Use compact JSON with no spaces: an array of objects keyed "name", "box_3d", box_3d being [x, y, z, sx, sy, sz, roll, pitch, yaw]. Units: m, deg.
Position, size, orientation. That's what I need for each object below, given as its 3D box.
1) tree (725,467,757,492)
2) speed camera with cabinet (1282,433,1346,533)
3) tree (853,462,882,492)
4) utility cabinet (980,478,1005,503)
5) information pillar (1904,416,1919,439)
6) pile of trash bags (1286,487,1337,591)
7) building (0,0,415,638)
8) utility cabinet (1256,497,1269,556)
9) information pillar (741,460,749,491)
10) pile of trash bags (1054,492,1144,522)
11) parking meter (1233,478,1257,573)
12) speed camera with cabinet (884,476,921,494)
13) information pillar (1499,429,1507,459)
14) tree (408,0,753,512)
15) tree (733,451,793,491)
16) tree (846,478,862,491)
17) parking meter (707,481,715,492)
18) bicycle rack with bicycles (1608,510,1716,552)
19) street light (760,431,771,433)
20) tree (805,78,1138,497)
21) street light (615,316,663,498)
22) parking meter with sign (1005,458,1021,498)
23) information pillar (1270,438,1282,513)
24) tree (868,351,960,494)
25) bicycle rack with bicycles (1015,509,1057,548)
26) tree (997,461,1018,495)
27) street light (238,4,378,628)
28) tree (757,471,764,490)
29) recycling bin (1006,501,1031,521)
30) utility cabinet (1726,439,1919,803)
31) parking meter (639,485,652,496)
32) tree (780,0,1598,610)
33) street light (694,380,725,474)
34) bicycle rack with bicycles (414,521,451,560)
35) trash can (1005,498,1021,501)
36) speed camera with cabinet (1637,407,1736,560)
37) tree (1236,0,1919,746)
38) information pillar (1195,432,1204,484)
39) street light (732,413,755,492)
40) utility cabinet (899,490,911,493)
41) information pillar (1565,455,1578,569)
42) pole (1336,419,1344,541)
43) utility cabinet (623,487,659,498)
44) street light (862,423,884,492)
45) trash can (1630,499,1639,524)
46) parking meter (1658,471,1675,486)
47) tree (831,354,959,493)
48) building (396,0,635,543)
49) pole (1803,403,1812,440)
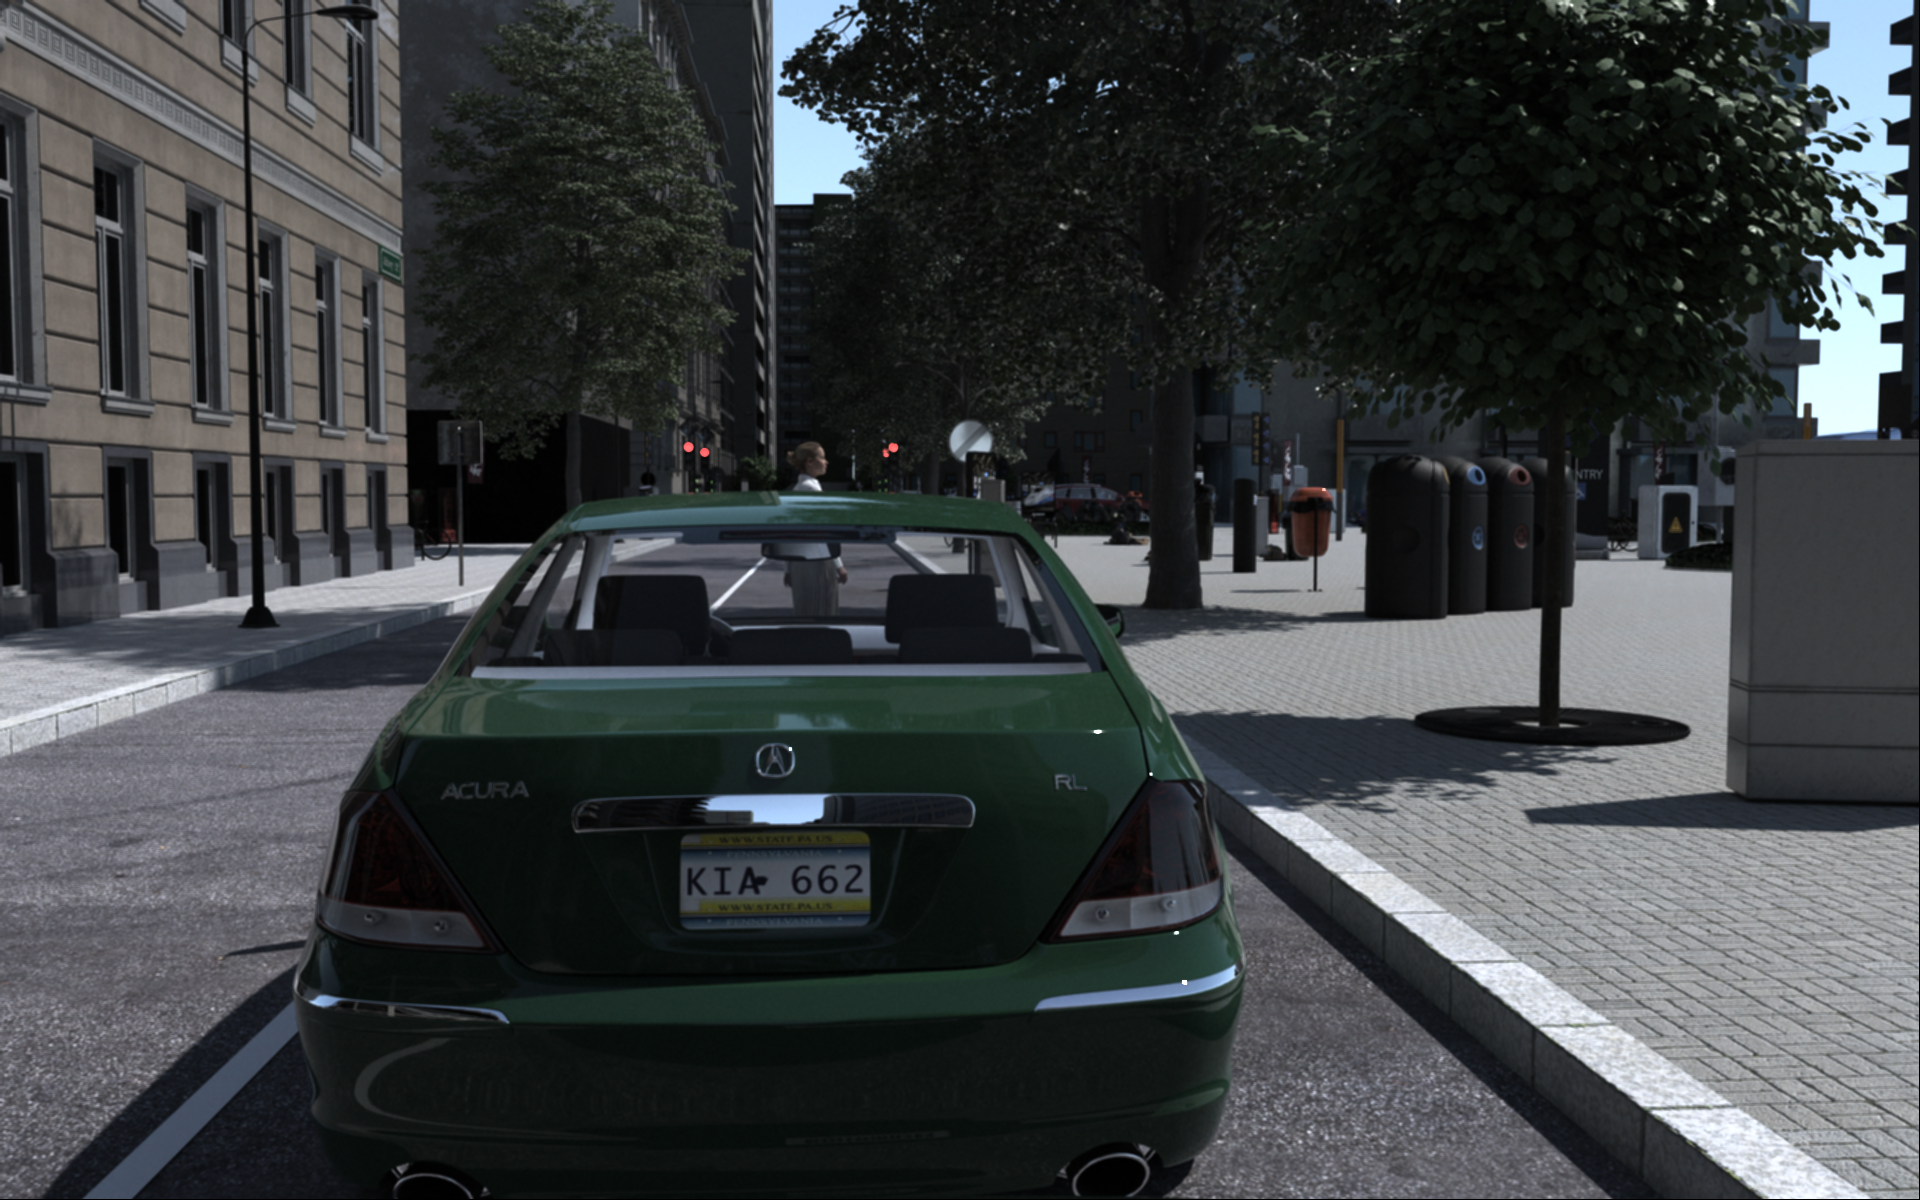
[{"name":"tree","box_3d":[-15.572,-7.785,121.889,1.663,3.219,1.824,0,3,0]},{"name":"speed camera with cabinet","box_3d":[11.625,-3.826,56.889,2.038,3.252,0.660,-1,4,-14]},{"name":"tree","box_3d":[-6.738,-9.418,137.700,4.285,4.588,4.351,0,3,0]},{"name":"utility cabinet","box_3d":[0.475,-0.962,24.404,0.318,1.500,1.173,0,4,4]},{"name":"information pillar","box_3d":[28.356,-3.683,51.575,0.183,3.616,0.504,-2,4,-32]},{"name":"pile of trash bags","box_3d":[6.082,-0.818,23.119,3.447,1.369,1.912,0,4,-3]},{"name":"building","box_3d":[-15.146,-14.299,19.694,13.634,28.700,20.117,0,4,-4]},{"name":"utility cabinet","box_3d":[6.164,-1.537,36.300,0.306,1.237,1.020,0,4,-8]},{"name":"information pillar","box_3d":[-14.635,-7.746,117.996,0.504,3.616,0.183,0,4,3]},{"name":"pile of trash bags","box_3d":[5.142,-3.223,62.443,3.447,1.369,1.912,-2,4,-32]},{"name":"parking meter","box_3d":[4.659,-1.218,28.325,0.372,1.533,0.369,0,3,0]},{"name":"speed camera with cabinet","box_3d":[-3.073,-5.904,90.858,2.038,3.252,0.660,0,4,-8]},{"name":"information pillar","box_3d":[12.814,-3.029,40.886,0.183,3.616,0.504,0,4,5]},{"name":"tree","box_3d":[-8.431,-7.420,39.440,7.486,12.596,7.792,0,3,0]},{"name":"tree","box_3d":[-15.377,-8.971,130.397,4.285,4.588,4.351,0,3,0]},{"name":"tree","box_3d":[-12.732,-13.105,208.864,1.663,3.219,1.824,0,3,0]},{"name":"parking meter","box_3d":[-10.647,-4.166,73.824,0.399,1.863,0.255,-2,4,-30]},{"name":"bicycle rack with bicycles","box_3d":[14.856,-1.512,38.111,2.925,0.926,2.852,3,5,39]},{"name":"street light","box_3d":[-14.588,-9.479,127.529,1.470,5.913,1.316,0,4,-4]},{"name":"tree","box_3d":[0.305,-6.293,37.306,7.601,10.594,8.767,-1,4,-16]},{"name":"street light","box_3d":[-8.410,-4.444,45.195,1.470,5.913,1.316,0,4,-4]},{"name":"parking meter with sign","box_3d":[2.790,-4.693,72.997,1.738,3.016,0.543,0,4,5]},{"name":"information pillar","box_3d":[13.086,-4.918,71.764,0.504,3.616,0.183,0,4,-1]},{"name":"tree","box_3d":[-2.569,-8.001,81.181,4.360,8.622,3.978,0,3,0]},{"name":"bicycle rack with bicycles","box_3d":[1.092,-1.722,41.537,2.852,0.926,2.925,-1,4,-17]},{"name":"tree","box_3d":[2.498,-5.871,90.600,1.663,3.219,1.824,0,3,0]},{"name":"street light","box_3d":[-6.223,-2.693,16.566,1.470,5.913,1.316,0,4,-4]},{"name":"tree","box_3d":[-15.040,-7.943,124.470,1.663,3.219,1.824,0,3,0]},{"name":"recycling bin","box_3d":[2.112,-3.025,62.007,0.722,1.027,0.722,-2,4,-34]},{"name":"utility cabinet","box_3d":[3.861,0.091,7.199,1.173,1.500,0.318,1,4,9]},{"name":"parking meter","box_3d":[-8.818,-2.459,48.618,0.372,1.533,0.369,0,3,0]},{"name":"tree","box_3d":[2.511,-6.876,19.082,9.857,13.997,8.962,0,3,0]},{"name":"street light","box_3d":[-10.292,-6.011,70.821,1.470,5.913,1.316,0,4,-4]},{"name":"bicycle rack with bicycles","box_3d":[-11.489,-1.189,32.817,2.925,0.926,2.852,0,4,7]},{"name":"trash can","box_3d":[2.191,-3.654,71.391,0.748,1.137,0.748,0,3,0]},{"name":"speed camera with cabinet","box_3d":[14.397,-2.431,34.079,2.038,3.252,0.660,-1,4,-17]},{"name":"tree","box_3d":[3.285,-1.566,9.315,4.285,4.588,4.351,0,3,0]},{"name":"information pillar","box_3d":[8.979,-4.512,65.126,0.183,3.616,0.504,3,5,40]},{"name":"street light","box_3d":[-12.470,-7.740,99.095,1.470,5.913,1.316,0,4,-4]},{"name":"utility cabinet","box_3d":[-3.362,-5.632,100.759,1.173,1.500,0.318,-3,5,-44]},{"name":"information pillar","box_3d":[10.374,-1.545,29.755,0.304,2.012,0.304,-1,4,-17]},{"name":"pole","box_3d":[10.396,-3.277,47.418,0.158,3.312,0.155,0,3,0]},{"name":"utility cabinet","box_3d":[-9.689,-2.695,52.738,1.173,1.500,0.318,2,4,31]},{"name":"street light","box_3d":[-4.518,-7.140,89.278,1.470,5.913,1.316,0,4,-4]},{"name":"trash can","box_3d":[21.682,-2.661,55.158,0.748,1.137,0.748,0,3,0]},{"name":"parking meter","box_3d":[18.182,-2.381,44.647,0.399,1.863,0.255,1,4,11]},{"name":"tree","box_3d":[-3.473,-10.870,95.849,7.486,12.596,7.792,0,3,0]},{"name":"building","box_3d":[-19.108,-11.309,52.353,16.811,18.784,16.820,0,4,-4]},{"name":"pole","box_3d":[18.974,-2.753,38.861,0.158,3.312,0.155,0,3,0]}]
